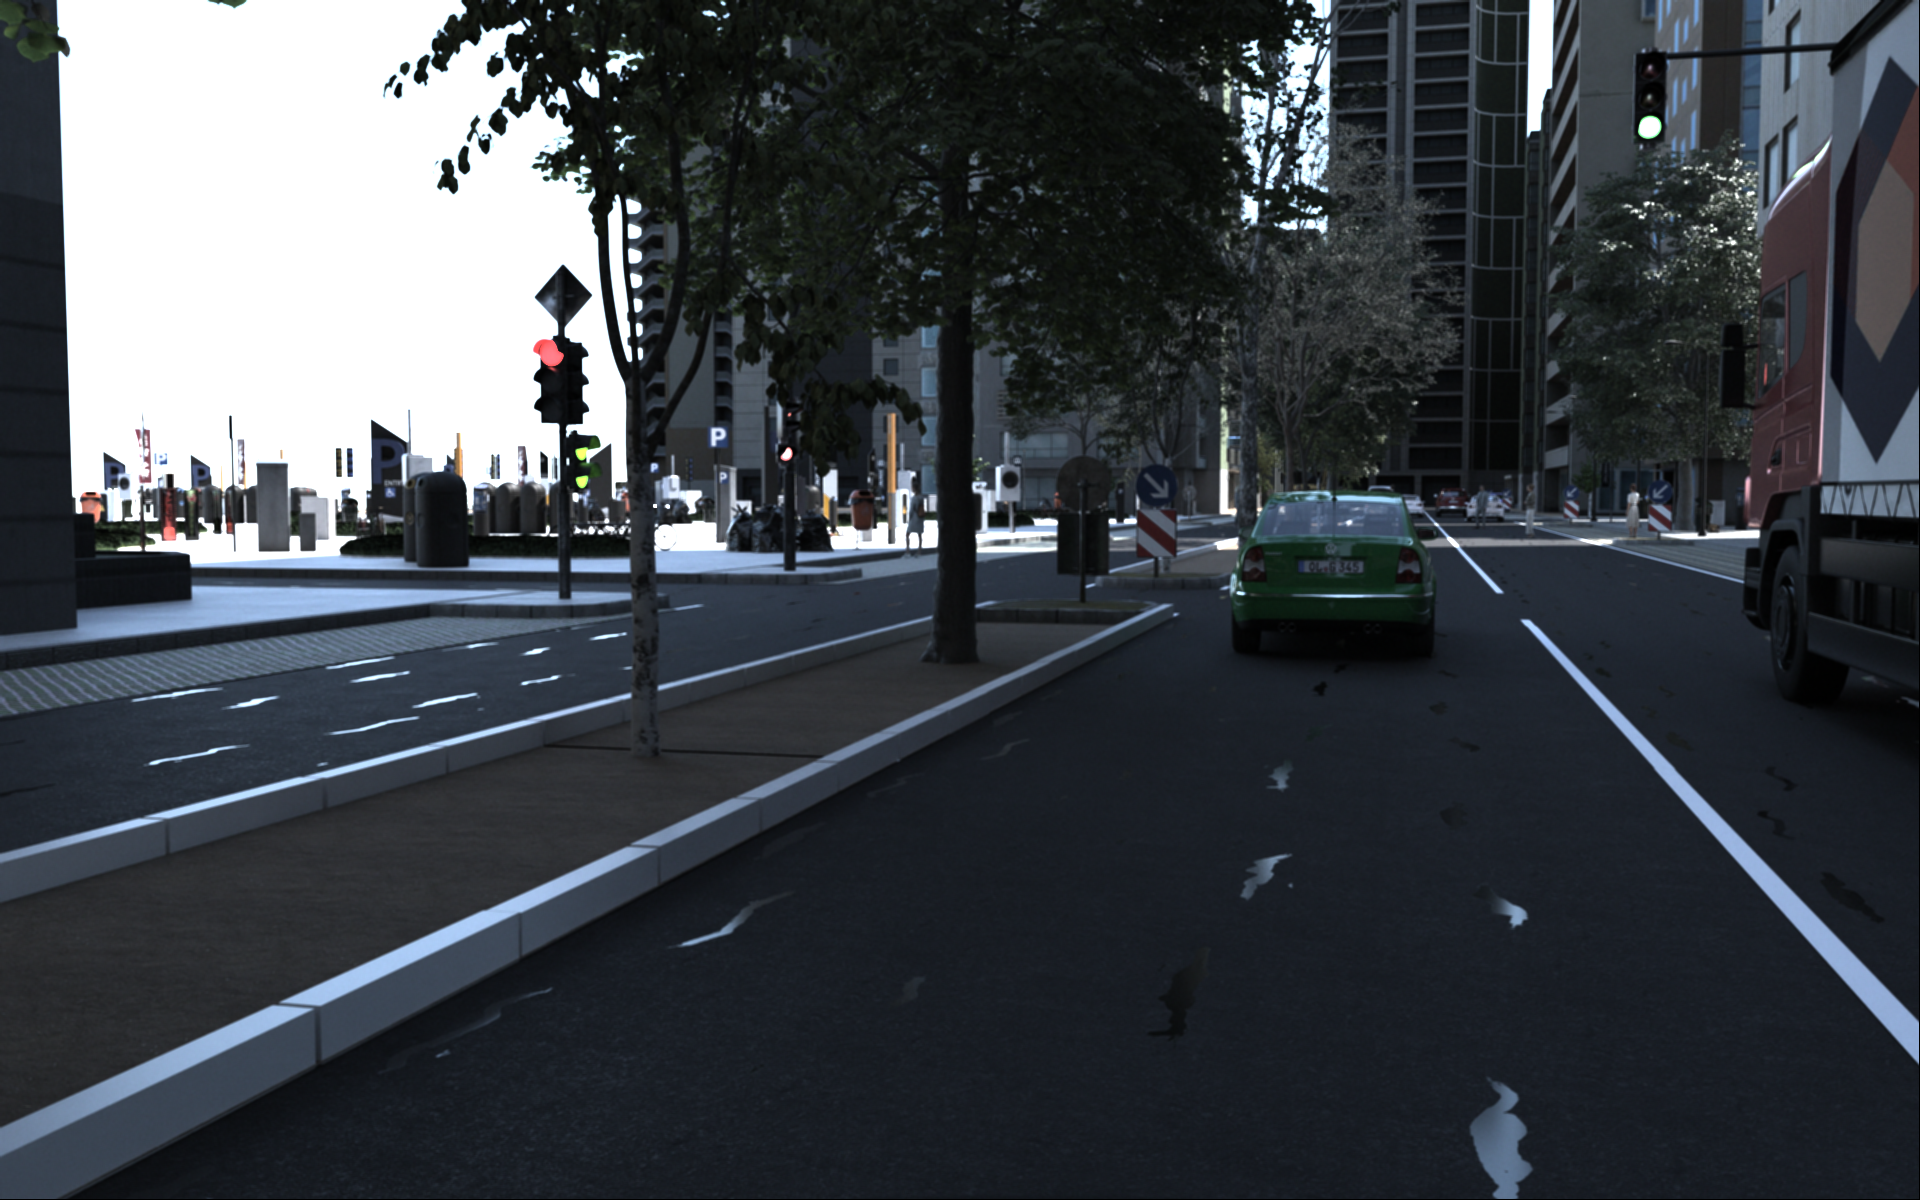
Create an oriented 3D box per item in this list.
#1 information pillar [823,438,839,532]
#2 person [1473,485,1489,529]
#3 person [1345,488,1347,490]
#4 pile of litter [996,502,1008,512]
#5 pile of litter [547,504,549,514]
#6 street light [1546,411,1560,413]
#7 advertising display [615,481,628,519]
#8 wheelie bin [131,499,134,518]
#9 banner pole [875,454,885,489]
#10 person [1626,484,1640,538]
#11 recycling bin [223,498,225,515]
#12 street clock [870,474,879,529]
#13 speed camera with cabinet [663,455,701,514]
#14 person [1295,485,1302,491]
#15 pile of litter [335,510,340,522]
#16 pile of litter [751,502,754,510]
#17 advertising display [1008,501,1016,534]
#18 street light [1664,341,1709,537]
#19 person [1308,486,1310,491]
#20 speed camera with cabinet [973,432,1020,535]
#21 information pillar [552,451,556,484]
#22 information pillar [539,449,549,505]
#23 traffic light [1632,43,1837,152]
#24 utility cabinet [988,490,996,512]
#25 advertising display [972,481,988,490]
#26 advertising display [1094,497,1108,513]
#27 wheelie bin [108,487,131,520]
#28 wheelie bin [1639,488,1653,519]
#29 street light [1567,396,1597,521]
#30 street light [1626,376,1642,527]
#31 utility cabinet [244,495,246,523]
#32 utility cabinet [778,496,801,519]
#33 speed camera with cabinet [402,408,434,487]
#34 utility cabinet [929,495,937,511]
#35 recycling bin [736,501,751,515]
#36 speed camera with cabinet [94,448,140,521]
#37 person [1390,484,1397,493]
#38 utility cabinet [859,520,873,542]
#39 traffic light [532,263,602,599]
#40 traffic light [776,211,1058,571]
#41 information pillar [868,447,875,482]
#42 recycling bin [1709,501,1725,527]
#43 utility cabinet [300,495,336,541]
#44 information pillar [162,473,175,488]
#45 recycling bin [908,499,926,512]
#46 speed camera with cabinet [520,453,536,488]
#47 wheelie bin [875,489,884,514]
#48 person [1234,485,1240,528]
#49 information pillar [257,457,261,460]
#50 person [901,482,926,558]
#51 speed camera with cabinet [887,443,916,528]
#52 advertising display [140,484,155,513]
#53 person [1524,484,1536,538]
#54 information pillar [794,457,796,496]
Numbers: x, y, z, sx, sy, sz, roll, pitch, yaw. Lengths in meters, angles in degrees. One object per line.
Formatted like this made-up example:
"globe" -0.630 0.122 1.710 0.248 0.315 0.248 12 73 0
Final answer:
"information pillar" -4.370 -4.110 58.560 0.504 3.616 0.183 -1 4 -20
"person" 21.591 -3.859 71.692 0.391 1.810 0.635 -3 5 -41
"person" 20.382 -5.071 91.757 0.694 1.780 0.624 3 4 38
"pile of litter" 2.626 -5.152 98.200 1.719 0.858 1.176 0 4 4
"pile of litter" -20.813 -4.505 87.620 1.719 0.858 1.176 2 4 30
"street light" 33.407 -7.591 96.659 1.470 5.913 1.316 1 4 14
"advertising display" -16.845 -4.980 86.635 0.974 1.923 0.123 2 4 27
"wheelie bin" -44.451 -5.147 92.063 0.693 1.594 0.980 2 4 24
"banner pole" -5.010 -7.114 106.336 0.863 3.779 0.401 1 4 17
"person" 21.328 -2.812 55.045 0.480 1.755 0.524 -2 4 -24
"recycling bin" -44.723 -5.705 105.827 0.722 1.027 0.722 3 5 42
"street clock" -3.106 -3.562 62.802 0.358 2.002 0.471 -1 4 -19
"speed camera with cabinet" -14.258 -5.781 88.857 2.038 3.252 0.660 -3 5 -44
"person" 13.260 -3.594 67.451 0.709 1.800 0.728 2 4 30
"pile of litter" -23.050 -3.068 64.132 1.176 0.858 1.719 0 4 6
"pile of litter" -12.637 -5.469 103.385 1.719 0.858 1.176 2 4 34
"advertising display" 1.704 -3.135 56.477 0.123 1.923 0.974 0 4 -6
"street light" 21.997 -4.889 52.471 1.470 5.913 1.316 1 4 14
"person" 14.721 -3.959 73.498 0.678 1.792 0.850 2 4 27
"speed camera with cabinet" 0.862 -3.710 54.993 2.038 3.252 0.660 -1 4 -13
"information pillar" -22.321 -6.357 95.288 0.183 3.616 0.504 -2 4 -31
"information pillar" -21.610 -6.033 89.992 0.504 3.616 0.183 -2 4 -26
"traffic light" 9.207 -2.613 17.394 4.771 5.953 1.251 1 4 14
"utility cabinet" 1.783 -5.373 96.532 0.318 1.500 1.173 0 4 -7
"advertising display" 0.903 -4.966 86.404 0.974 1.923 0.123 -1 4 -21
"advertising display" 6.135 -4.389 76.972 0.974 1.923 0.123 2 4 34
"wheelie bin" -39.355 -4.444 80.570 0.693 1.594 0.980 2 4 28
"wheelie bin" 35.145 -4.953 88.887 0.693 1.594 0.980 -1 4 -11
"street light" 29.580 -6.708 82.214 1.470 5.913 1.316 1 4 14
"street light" 25.684 -5.774 66.952 1.470 5.913 1.316 1 4 14
"utility cabinet" -31.821 -4.035 77.141 0.306 1.237 1.020 3 5 42
"utility cabinet" -5.806 -2.853 57.801 1.020 1.237 0.306 1 4 20
"speed camera with cabinet" -12.176 -2.765 39.539 0.660 3.252 2.038 -2 4 -32
"utility cabinet" -1.138 -4.920 91.598 1.020 1.237 0.306 0 4 -1
"recycling bin" -8.489 -3.306 66.604 0.722 1.027 0.722 -2 4 -30
"speed camera with cabinet" -36.398 -4.918 74.737 2.038 3.252 0.660 1 4 19
"person" 18.471 -4.032 74.207 0.659 1.850 0.755 -1 4 -9
"utility cabinet" -2.532 -2.153 46.365 0.306 1.237 1.020 -1 4 -9
"traffic light" -4.833 -1.971 21.141 0.839 4.253 0.868 1 4 14
"traffic light" -0.785 -3.285 28.382 4.771 5.953 1.251 1 4 14
"information pillar" -4.396 -5.799 86.174 0.183 3.616 0.504 2 4 33
"recycling bin" 29.247 -3.349 67.307 0.722 1.027 0.722 1 4 8
"utility cabinet" -17.793 -2.255 48.037 1.020 1.237 0.306 2 4 26
"information pillar" -27.163 -3.364 59.489 0.304 2.012 0.304 -3 5 -42
"recycling bin" -2.246 -4.802 91.068 0.722 1.027 0.722 2 4 27
"speed camera with cabinet" -21.470 -5.526 84.678 0.660 3.252 2.038 -3 5 -41
"wheelie bin" -4.809 -5.563 98.865 0.980 1.594 0.693 0 4 -5
"person" 11.907 -3.970 73.595 0.526 1.800 0.537 2 4 35
"information pillar" -43.861 -7.176 108.682 0.504 3.616 0.183 2 4 26
"person" -0.979 -1.776 38.549 0.522 1.701 0.512 3 4 36
"speed camera with cabinet" -2.243 -4.435 66.854 0.660 3.252 2.038 1 4 15
"advertising display" -54.139 -6.742 115.438 0.974 1.923 0.123 -3 5 -45
"person" 18.525 -2.895 56.385 0.362 1.759 0.519 1 4 11
"information pillar" -7.887 -5.570 82.416 0.183 3.616 0.504 0 4 -2
